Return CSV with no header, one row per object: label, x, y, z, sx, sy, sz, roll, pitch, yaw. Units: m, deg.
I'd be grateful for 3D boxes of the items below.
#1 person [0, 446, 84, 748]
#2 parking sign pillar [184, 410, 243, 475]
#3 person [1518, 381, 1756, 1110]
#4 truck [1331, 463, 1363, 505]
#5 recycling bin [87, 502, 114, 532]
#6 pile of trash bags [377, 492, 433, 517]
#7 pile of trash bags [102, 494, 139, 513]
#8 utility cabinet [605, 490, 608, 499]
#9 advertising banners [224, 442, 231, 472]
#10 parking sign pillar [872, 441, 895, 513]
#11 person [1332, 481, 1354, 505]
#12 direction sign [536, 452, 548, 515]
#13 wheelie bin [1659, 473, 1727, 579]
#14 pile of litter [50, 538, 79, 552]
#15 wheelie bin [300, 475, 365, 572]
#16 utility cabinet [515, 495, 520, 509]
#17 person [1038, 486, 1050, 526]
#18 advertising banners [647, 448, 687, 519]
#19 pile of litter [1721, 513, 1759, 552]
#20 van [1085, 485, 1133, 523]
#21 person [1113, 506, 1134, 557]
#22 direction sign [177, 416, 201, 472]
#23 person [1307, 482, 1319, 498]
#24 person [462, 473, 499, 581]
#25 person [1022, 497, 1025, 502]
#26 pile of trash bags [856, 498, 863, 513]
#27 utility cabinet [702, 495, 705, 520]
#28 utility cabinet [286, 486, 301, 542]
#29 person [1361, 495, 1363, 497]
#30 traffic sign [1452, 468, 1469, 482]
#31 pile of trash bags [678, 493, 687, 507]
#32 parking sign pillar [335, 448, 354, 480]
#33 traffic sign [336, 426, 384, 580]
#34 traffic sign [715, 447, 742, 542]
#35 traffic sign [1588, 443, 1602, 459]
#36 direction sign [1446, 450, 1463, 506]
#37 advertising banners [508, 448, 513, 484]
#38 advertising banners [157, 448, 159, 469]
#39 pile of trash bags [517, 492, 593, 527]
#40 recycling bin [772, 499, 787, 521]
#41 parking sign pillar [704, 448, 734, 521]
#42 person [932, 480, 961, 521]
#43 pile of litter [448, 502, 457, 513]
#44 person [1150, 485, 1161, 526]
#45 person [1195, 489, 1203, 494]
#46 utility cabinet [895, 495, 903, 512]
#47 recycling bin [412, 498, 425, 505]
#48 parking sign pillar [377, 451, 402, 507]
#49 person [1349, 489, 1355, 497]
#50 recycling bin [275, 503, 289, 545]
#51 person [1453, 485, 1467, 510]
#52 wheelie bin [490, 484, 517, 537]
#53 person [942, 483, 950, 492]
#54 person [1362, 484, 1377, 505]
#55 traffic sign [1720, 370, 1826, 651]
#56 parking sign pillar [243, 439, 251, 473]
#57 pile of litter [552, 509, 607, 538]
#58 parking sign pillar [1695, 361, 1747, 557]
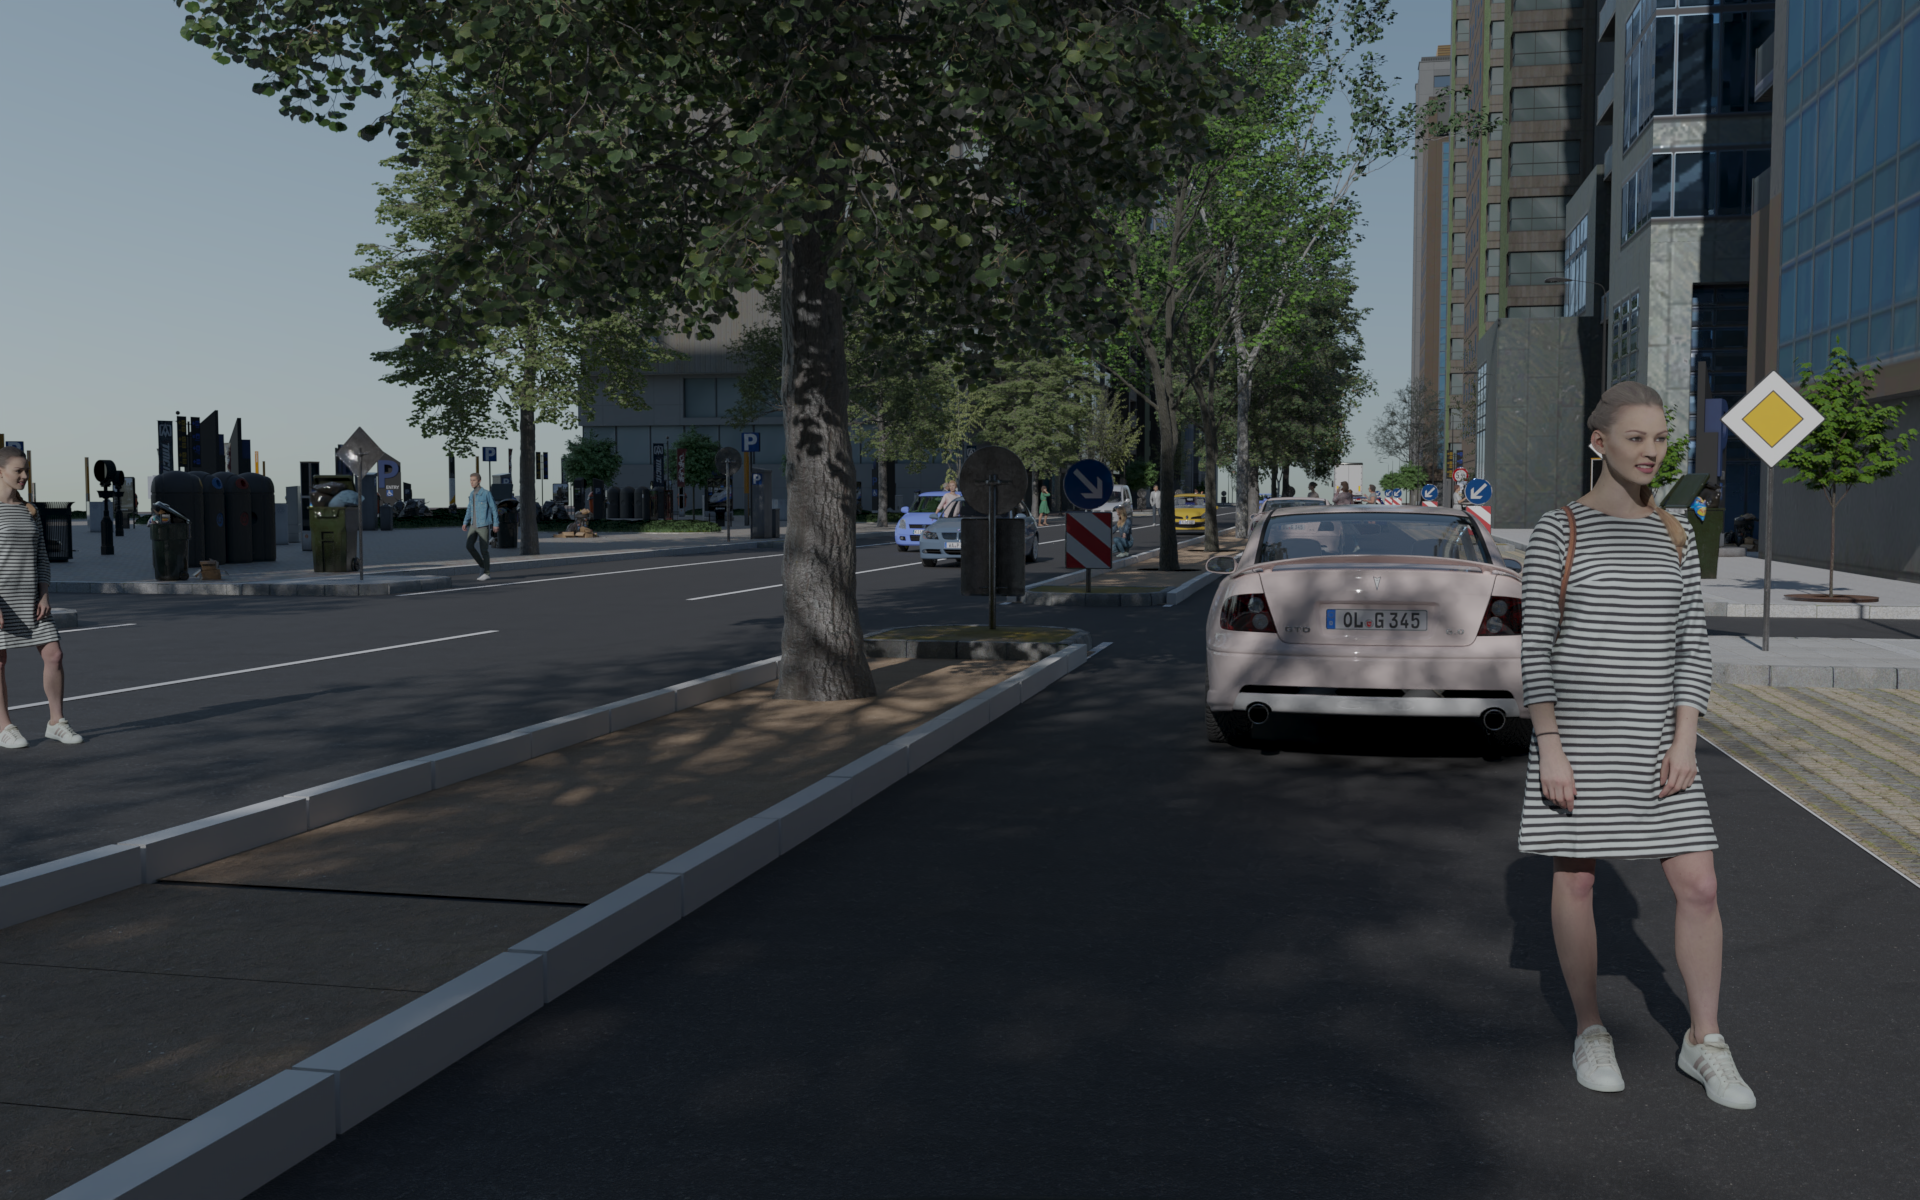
person,-5.372,-0.020,9.828,0.522,1.701,0.512,1,4,23
parking sign pillar,-24.369,-4.124,55.902,1.447,3.967,1.447,1,4,18
person,1.603,0.323,4.215,0.512,1.701,0.522,0,4,-5
truck,35.692,-10.435,159.531,2.839,4.237,11.283,1,4,12
recycling bin,-29.023,-2.808,58.459,0.722,1.027,0.722,-2,4,-34
pile of trash bags,-23.091,-3.735,70.811,1.912,1.369,3.447,1,4,16
pile of trash bags,-51.574,-5.931,106.728,3.447,1.369,1.912,3,5,40
utility cabinet,-19.465,-5.471,98.126,1.173,1.500,0.318,-2,4,-25
advertising banners,-25.481,-3.872,59.490,2.074,3.025,0.090,3,5,43
parking sign pillar,-3.845,-6.029,87.048,1.447,3.967,1.447,3,5,40
person,9.515,-2.047,42.552,0.593,1.750,0.643,-2,4,-28
direction sign,-22.412,-6.173,92.922,0.379,3.537,0.876,2,4,32
wheelie bin,11.185,-1.129,26.361,0.693,1.594,0.980,0,4,-7
pile of litter,-20.441,-1.488,38.294,1.719,0.858,1.176,-1,4,-22
wheelie bin,-10.292,-1.262,28.546,0.980,1.594,0.693,0,4,2
utility cabinet,-21.370,-4.486,84.508,0.306,1.237,1.020,-3,5,-39
person,3.758,-4.236,78.004,0.529,1.795,0.600,-1,4,-12
advertising banners,-11.077,-4.244,65.583,0.090,3.025,2.074,3,4,37
pile of litter,17.557,-1.526,38.913,1.176,0.858,1.719,-2,4,-29
van,6.592,-4.248,76.466,2.013,2.044,4.112,1,4,13
person,3.660,-1.566,39.610,0.738,1.151,1.012,-1,4,-19
direction sign,-22.485,-3.583,50.573,0.379,3.537,0.876,1,4,19
person,9.850,-2.445,48.813,0.374,1.781,0.599,-2,4,-31
person,-7.958,-1.221,28.804,0.601,1.785,0.444,2,4,35
person,2.727,-4.252,78.566,0.519,1.759,0.362,-1,4,-14
pile of trash bags,-6.166,-4.583,84.689,1.912,1.369,3.447,-3,5,-40
utility cabinet,-12.305,-4.599,86.363,1.020,1.237,0.306,-2,4,-25
utility cabinet,-17.747,-2.288,46.095,0.318,1.500,1.173,-1,4,-18
person,56.991,-14.517,246.648,0.742,1.727,0.445,-1,4,-19
traffic sign,24.186,-5.114,83.722,0.768,2.556,0.104,1,4,18
pile of trash bags,-18.121,-5.784,104.326,3.447,1.369,1.912,0,4,3
parking sign pillar,-35.839,-6.876,100.897,1.447,3.967,1.447,1,4,12
traffic sign,-8.924,-1.354,25.775,0.795,2.450,0.064,1,4,13
traffic sign,-6.231,-2.841,46.555,0.768,2.556,0.104,1,4,13
traffic sign,8.335,-1.116,21.883,0.795,2.450,0.064,1,4,13
direction sign,25.432,-5.940,89.108,0.876,3.537,0.379,-1,4,-8
advertising banners,-17.220,-4.240,65.505,0.090,3.025,2.074,0,4,4
advertising banners,-30.818,-4.349,67.296,0.090,3.025,2.074,0,4,-6
pile of trash bags,-15.891,-3.608,68.742,3.447,1.369,1.912,-1,4,-19
recycling bin,-8.685,-4.316,83.116,0.722,1.027,0.722,3,5,42
parking sign pillar,-11.593,-5.793,83.180,1.447,3.967,1.447,0,4,6
person,-0.342,-1.824,38.997,0.731,1.740,0.598,-3,5,-39
pile of litter,-26.002,-4.527,87.976,1.176,0.858,1.719,-1,4,-12
person,8.805,-4.222,77.379,0.661,1.843,0.795,2,4,25
person,15.003,-6.091,108.894,0.742,1.727,0.445,3,4,36
utility cabinet,-3.539,-4.982,92.620,1.020,1.237,0.306,-2,4,-31
recycling bin,-31.918,-5.459,101.815,0.722,1.027,0.722,0,4,6
parking sign pillar,-32.725,-6.779,99.315,1.447,3.967,1.447,-1,4,-20
person,24.555,-6.122,109.320,0.721,1.743,1.217,-2,4,-32
recycling bin,-17.447,-1.913,43.838,0.722,1.027,0.722,-2,4,-31
person,16.916,-3.030,58.616,0.524,1.755,0.480,0,4,2
wheelie bin,-13.706,-2.685,51.807,0.980,1.594,0.693,0,4,-3
person,-0.372,-2.940,56.745,0.590,1.801,0.661,0,4,-6
person,14.573,-3.232,61.697,0.532,1.782,0.716,1,4,11
traffic sign,6.581,-0.639,14.092,0.795,2.450,0.064,1,4,13
parking sign pillar,-25.684,-4.483,61.765,1.447,3.967,1.447,-3,4,-36
pile of litter,-11.240,-2.268,51.046,1.719,0.858,1.176,3,4,37
parking sign pillar,15.518,-2.893,35.778,1.447,3.967,1.447,2,4,31
